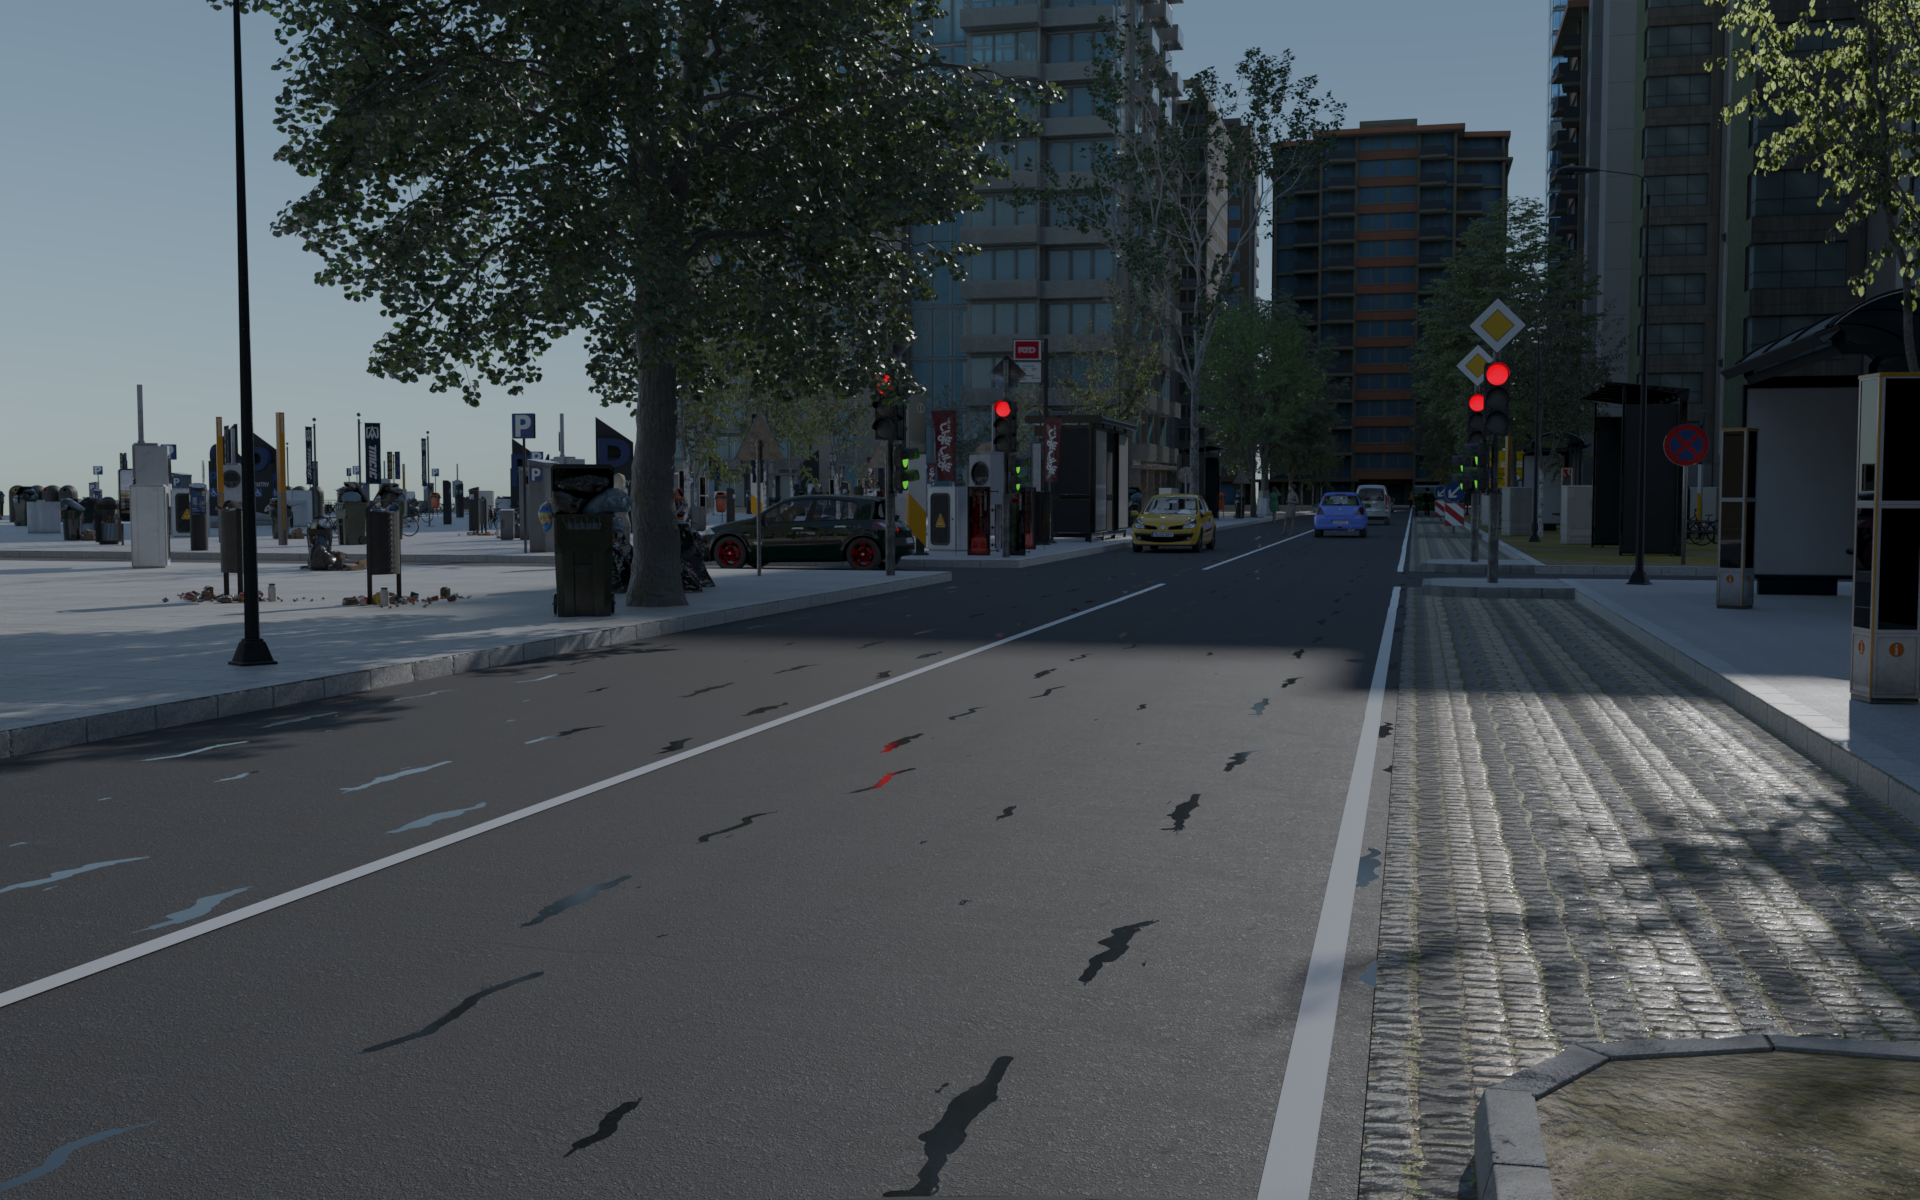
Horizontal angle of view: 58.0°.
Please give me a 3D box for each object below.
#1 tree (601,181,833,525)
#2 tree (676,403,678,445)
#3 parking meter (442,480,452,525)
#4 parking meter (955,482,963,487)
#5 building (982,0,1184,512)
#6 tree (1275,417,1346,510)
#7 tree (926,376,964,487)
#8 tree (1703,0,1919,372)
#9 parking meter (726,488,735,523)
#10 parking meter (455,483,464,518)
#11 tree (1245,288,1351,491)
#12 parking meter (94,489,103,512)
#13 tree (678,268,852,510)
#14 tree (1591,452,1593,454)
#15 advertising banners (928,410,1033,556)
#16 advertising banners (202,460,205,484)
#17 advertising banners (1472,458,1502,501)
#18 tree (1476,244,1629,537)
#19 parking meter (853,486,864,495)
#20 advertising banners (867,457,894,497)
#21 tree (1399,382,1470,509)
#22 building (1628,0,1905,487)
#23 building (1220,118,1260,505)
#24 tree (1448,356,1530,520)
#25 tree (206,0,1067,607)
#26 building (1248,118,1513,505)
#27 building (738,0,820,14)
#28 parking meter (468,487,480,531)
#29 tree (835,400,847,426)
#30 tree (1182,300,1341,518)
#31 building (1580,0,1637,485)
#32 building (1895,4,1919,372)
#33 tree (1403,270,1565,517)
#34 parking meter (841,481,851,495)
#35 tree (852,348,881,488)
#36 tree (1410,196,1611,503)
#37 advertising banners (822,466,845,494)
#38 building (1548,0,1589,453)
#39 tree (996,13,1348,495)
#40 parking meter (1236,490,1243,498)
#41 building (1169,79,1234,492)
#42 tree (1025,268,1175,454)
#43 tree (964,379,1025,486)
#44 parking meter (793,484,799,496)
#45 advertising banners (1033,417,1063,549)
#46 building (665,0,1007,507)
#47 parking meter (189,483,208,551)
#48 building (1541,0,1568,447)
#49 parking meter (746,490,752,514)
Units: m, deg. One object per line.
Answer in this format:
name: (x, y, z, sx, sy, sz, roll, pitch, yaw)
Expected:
tree: (-5.936, -5.420, 38.972, 4.737, 8.622, 4.395, 0, 3, 0)
tree: (-13.043, -8.251, 85.261, 4.360, 8.622, 3.978, 0, 3, 0)
parking meter: (-21.595, -4.112, 72.938, 0.255, 1.863, 0.399, 0, 4, 4)
parking meter: (-0.059, -5.004, 87.521, 0.399, 1.863, 0.255, 3, 5, 41)
building: (4.154, -31.025, 126.867, 23.786, 49.044, 30.456, 1, 4, 15)
tree: (26.819, -11.380, 136.430, 4.737, 8.622, 4.395, 0, 3, 0)
tree: (-0.169, -9.680, 108.635, 4.360, 8.622, 3.978, 0, 3, 0)
tree: (8.055, -3.903, 14.173, 4.360, 8.622, 3.978, 0, 3, 0)
parking meter: (-9.498, -3.875, 71.768, 0.372, 1.533, 0.369, 0, 3, 0)
parking meter: (-27.207, -5.409, 94.151, 0.255, 1.863, 0.399, 3, 5, 42)
tree: (18.936, -12.227, 106.566, 9.857, 13.997, 8.962, 0, 3, 0)
parking meter: (-40.531, -4.469, 81.474, 0.372, 1.533, 0.369, 0, 3, 0)
tree: (-6.213, -6.443, 55.700, 4.360, 8.622, 3.978, 0, 3, 0)
tree: (29.508, -5.652, 76.118, 4.285, 4.588, 4.351, 0, 3, 0)
advertising banners: (0.423, -2.442, 36.121, 2.074, 3.025, 0.090, 1, 4, 8)
advertising banners: (-39.502, -5.740, 90.035, 0.090, 3.025, 2.074, -2, 4, -35)
advertising banners: (24.285, -5.059, 78.903, 2.074, 3.025, 0.090, 2, 4, 31)
tree: (17.636, -6.192, 51.596, 4.360, 8.622, 3.978, 0, 3, 0)
parking meter: (-3.309, -2.946, 56.572, 0.372, 1.533, 0.369, 0, 3, 0)
advertising banners: (-3.793, -5.270, 82.357, 0.090, 3.025, 2.074, 3, 4, 36)
tree: (50.768, -16.266, 176.324, 12.009, 13.543, 11.850, 0, 3, 0)
building: (43.705, -19.719, 94.101, 14.160, 30.474, 14.107, 1, 4, 15)
building: (28.020, -34.077, 207.262, 14.200, 45.320, 14.600, 1, 4, 15)
tree: (26.293, -8.342, 86.754, 4.737, 8.622, 4.395, 0, 3, 0)
tree: (-3.449, -6.911, 19.653, 9.857, 13.997, 8.962, 0, 3, 0)
building: (49.859, -33.704, 205.676, 28.867, 44.769, 22.147, 1, 4, 15)
building: (-16.099, -47.874, 220.996, 20.611, 71.187, 20.563, 1, 4, 15)
parking meter: (-16.818, -3.152, 59.948, 0.372, 1.533, 0.369, 0, 3, 0)
tree: (-7.454, -7.848, 78.673, 4.737, 8.622, 4.395, 0, 3, 0)
tree: (15.819, -10.292, 94.026, 9.928, 11.665, 9.643, 0, 3, 0)
building: (55.830, -35.559, 123.381, 21.231, 58.520, 28.212, 1, 4, 15)
building: (38.021, -36.980, 42.868, 20.611, 71.187, 20.563, 1, 4, 15)
tree: (29.661, -11.657, 97.254, 9.857, 13.997, 8.962, 0, 3, 0)
parking meter: (-5.066, -4.346, 76.771, 0.399, 1.863, 0.255, 1, 4, 10)
tree: (-4.639, -7.151, 67.274, 4.360, 8.622, 3.978, 0, 3, 0)
tree: (20.981, -9.099, 66.890, 7.486, 12.596, 7.792, 0, 3, 0)
advertising banners: (-8.166, -6.896, 108.935, 2.074, 3.025, 0.090, -2, 4, -26)
building: (63.402, -30.382, 151.373, 22.147, 44.769, 28.867, 1, 4, 15)
tree: (8.152, -13.084, 69.805, 12.611, 20.169, 13.585, 0, 3, 0)
parking meter: (15.935, -5.523, 98.704, 0.372, 1.533, 0.369, 0, 3, 0)
building: (12.747, -28.793, 162.644, 23.993, 40.220, 32.217, 1, 4, 15)
tree: (5.065, -6.498, 56.602, 4.360, 8.622, 3.978, 0, 3, 0)
tree: (3.038, -9.072, 98.688, 4.360, 8.622, 3.978, 0, 3, 0)
parking meter: (-9.524, -5.772, 100.085, 0.399, 1.863, 0.255, 3, 5, 44)
advertising banners: (1.546, -2.690, 40.173, 2.074, 3.025, 0.090, 3, 5, 41)
building: (-13.131, -33.834, 172.793, 30.456, 49.044, 23.786, 1, 4, 15)
parking meter: (-17.255, -1.886, 39.255, 0.372, 1.533, 0.369, 0, 3, 0)
building: (78.828, -54.054, 196.448, 31.000, 86.520, 22.319, 1, 4, 15)
parking meter: (-13.472, -6.251, 110.619, 0.372, 1.533, 0.369, 0, 3, 0)
